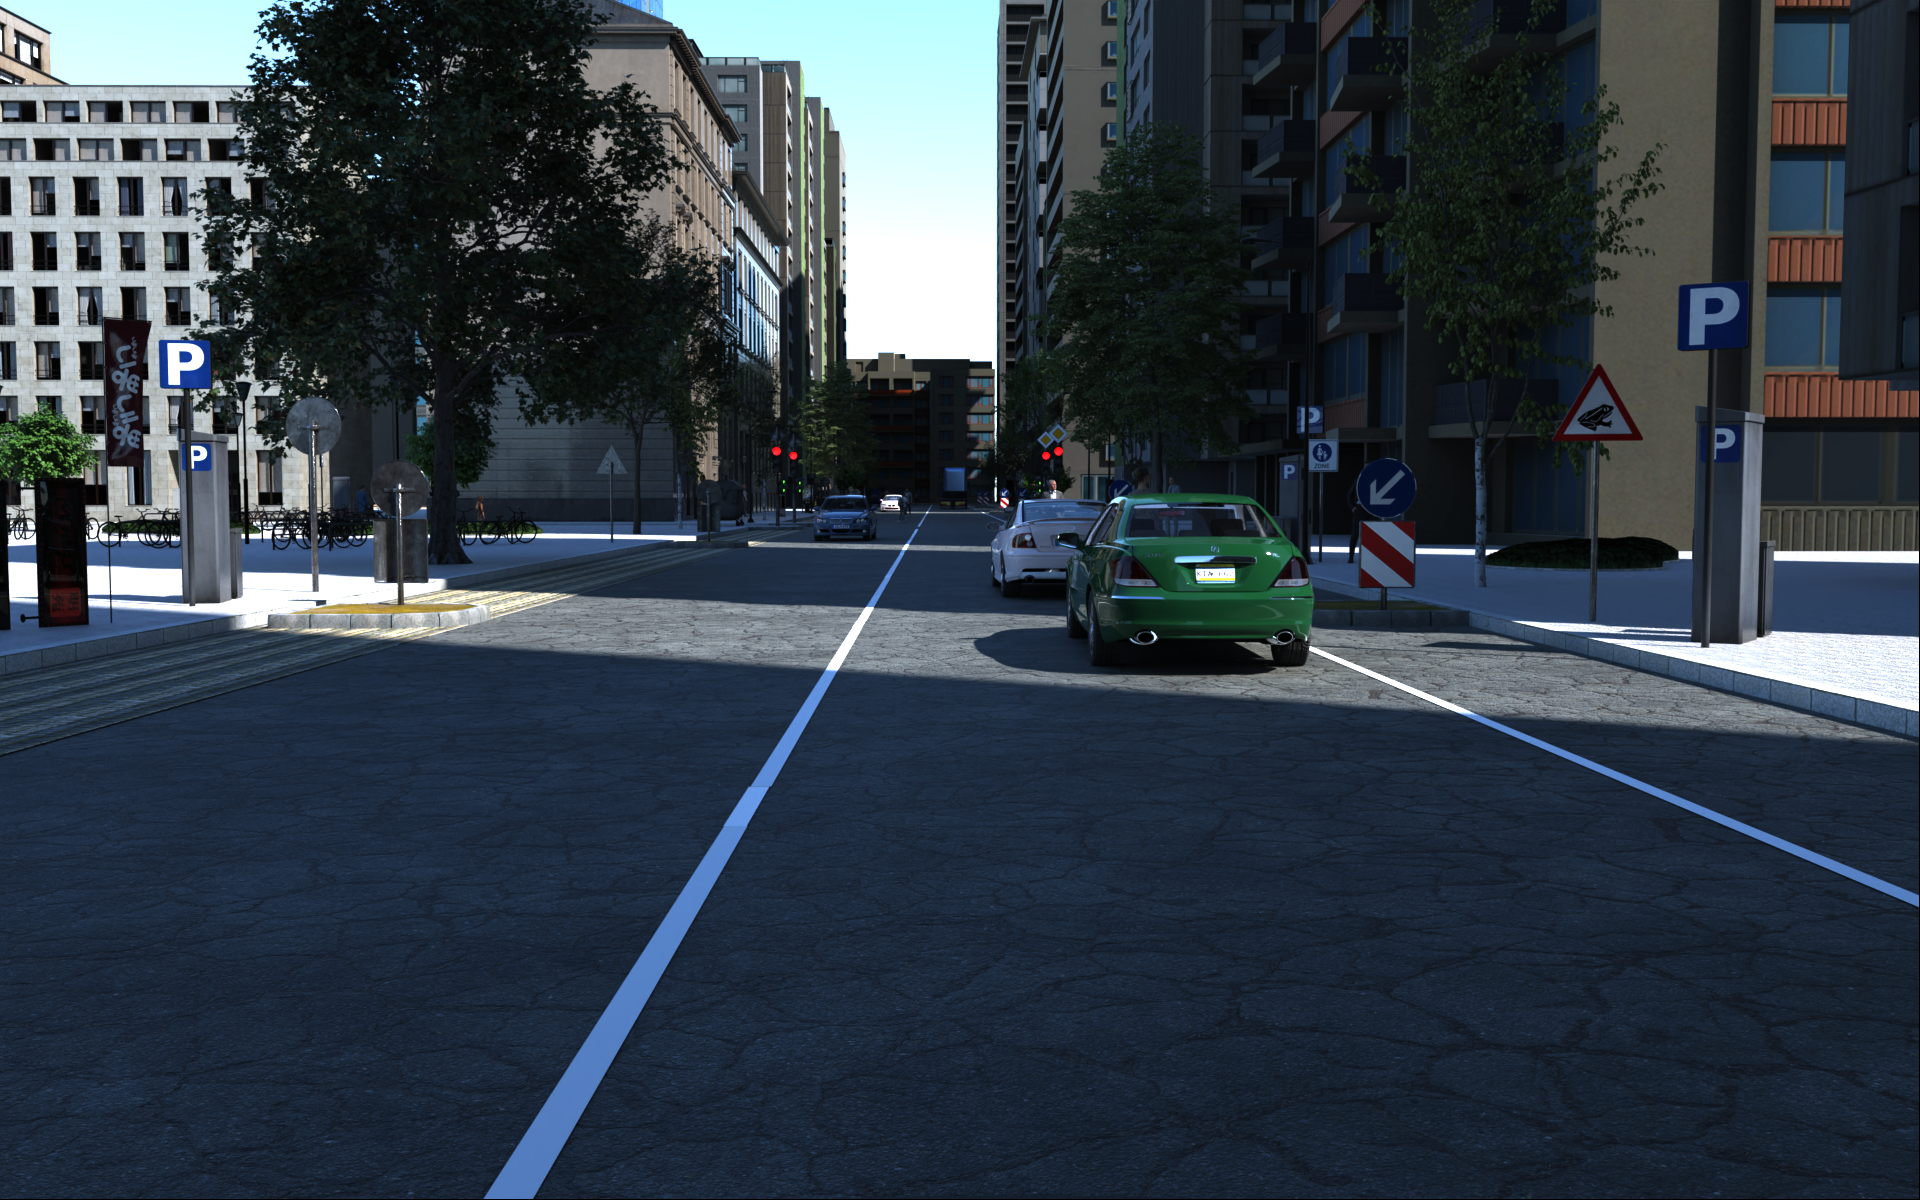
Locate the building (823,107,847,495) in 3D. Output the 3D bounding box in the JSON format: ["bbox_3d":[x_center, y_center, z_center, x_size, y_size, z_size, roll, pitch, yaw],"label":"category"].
[{"bbox_3d":[-25.097,-36.117,214.212,21.600,48.544,21.300,0,4,-1],"label":"building"}]

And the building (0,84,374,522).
[{"bbox_3d":[-38.922,-14.051,84.481,16.860,20.320,10.420,0,4,-1],"label":"building"}]

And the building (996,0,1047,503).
[{"bbox_3d":[15.763,-49.528,248.038,20.611,71.187,20.563,0,4,-1],"label":"building"}]

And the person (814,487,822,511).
[{"bbox_3d":[-10.206,-7.572,130.055,1.509,1.804,0.699,1,4,13],"label":"person"}]

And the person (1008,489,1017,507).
[{"bbox_3d":[5.361,-10.300,174.458,0.705,1.822,1.348,3,4,39],"label":"person"}]

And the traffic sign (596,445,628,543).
[{"bbox_3d":[-9.180,-2.790,45.614,0.884,2.594,0.081,1,4,9],"label":"traffic sign"}]

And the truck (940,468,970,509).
[{"bbox_3d":[-0.549,-11.078,170.877,2.967,4.110,18.799,0,4,1],"label":"truck"}]

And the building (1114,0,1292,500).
[{"bbox_3d":[16.138,-25.662,103.166,14.154,41.232,14.086,0,4,-1],"label":"building"}]

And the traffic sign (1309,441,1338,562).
[{"bbox_3d":[6.764,-1.854,32.442,0.606,2.300,0.079,0,4,0],"label":"traffic sign"}]

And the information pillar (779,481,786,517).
[{"bbox_3d":[-10.094,-5.733,98.219,0.304,2.012,0.304,-2,4,-31],"label":"information pillar"}]

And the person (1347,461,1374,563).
[{"bbox_3d":[7.535,-1.640,32.223,0.648,1.900,0.474,0,4,3],"label":"person"}]

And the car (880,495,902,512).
[{"bbox_3d":[-5.280,-7.645,137.354,2.083,1.381,4.827,0,4,1],"label":"car"}]

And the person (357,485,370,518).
[{"bbox_3d":[-25.696,-4.028,74.387,0.581,1.822,0.654,2,4,24],"label":"person"}]

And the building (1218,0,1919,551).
[{"bbox_3d":[20.792,-24.248,51.074,22.147,44.769,28.867,0,4,-1],"label":"building"}]

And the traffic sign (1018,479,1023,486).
[{"bbox_3d":[5.417,-9.138,149.508,0.768,2.556,0.104,0,4,7],"label":"traffic sign"}]

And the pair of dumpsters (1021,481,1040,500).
[{"bbox_3d":[5.273,-7.803,130.066,1.574,2.255,4.437,0,4,-1],"label":"pair of dumpsters"}]

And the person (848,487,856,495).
[{"bbox_3d":[-5.304,-4.615,84.144,0.526,1.800,0.537,-3,5,-40],"label":"person"}]

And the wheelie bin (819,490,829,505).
[{"bbox_3d":[-10.007,-7.390,128.727,0.980,1.594,0.693,-1,4,-10],"label":"wheelie bin"}]

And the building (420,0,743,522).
[{"bbox_3d":[-19.014,-17.992,91.428,12.463,27.353,25.104,0,4,-1],"label":"building"}]

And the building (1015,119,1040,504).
[{"bbox_3d":[17.938,-36.120,214.264,21.300,48.544,21.600,0,4,-1],"label":"building"}]

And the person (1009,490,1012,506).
[{"bbox_3d":[5.255,-10.406,176.900,0.721,1.735,1.217,1,4,15],"label":"person"}]

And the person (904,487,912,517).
[{"bbox_3d":[-3.292,-6.101,108.090,0.661,1.843,0.795,1,4,9],"label":"person"}]

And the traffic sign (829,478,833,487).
[{"bbox_3d":[-10.210,-8.198,134.139,0.768,2.556,0.104,0,4,3],"label":"traffic sign"}]

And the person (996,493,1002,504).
[{"bbox_3d":[5.131,-13.130,221.429,1.217,1.736,0.721,-1,4,-15],"label":"person"}]

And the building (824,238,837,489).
[{"bbox_3d":[-20.784,-25.434,187.552,14.160,30.474,14.107,0,4,-1],"label":"building"}]

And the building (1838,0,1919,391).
[{"bbox_3d":[18.661,-20.513,18.981,14.154,41.232,14.086,0,4,-1],"label":"building"}]

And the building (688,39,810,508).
[{"bbox_3d":[-21.680,-29.055,158.640,14.154,41.232,14.086,0,4,-1],"label":"building"}]

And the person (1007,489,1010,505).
[{"bbox_3d":[5.524,-11.773,198.495,1.348,1.831,0.705,0,4,7],"label":"person"}]

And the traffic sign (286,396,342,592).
[{"bbox_3d":[-8.448,-1.378,22.631,0.768,2.556,0.104,0,4,7],"label":"traffic sign"}]

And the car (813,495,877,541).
[{"bbox_3d":[-3.566,-2.592,54.378,2.014,1.417,4.499,0,4,1],"label":"car"}]

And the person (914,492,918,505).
[{"bbox_3d":[-5.783,-13.190,224.947,0.721,1.735,1.217,-1,4,-10],"label":"person"}]

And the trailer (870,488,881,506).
[{"bbox_3d":[-8.161,-9.868,168.393,1.471,1.999,3.904,0,4,-2],"label":"trailer"}]

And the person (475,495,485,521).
[{"bbox_3d":[-15.519,-2.772,56.032,0.373,1.253,0.362,-3,5,-39],"label":"person"}]

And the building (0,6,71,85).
[{"bbox_3d":[-64.748,-17.304,87.433,34.151,26.468,19.350,0,4,-1],"label":"building"}]

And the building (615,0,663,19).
[{"bbox_3d":[-54.241,-57.190,247.728,31.000,86.520,22.319,0,4,-1],"label":"building"}]

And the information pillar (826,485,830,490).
[{"bbox_3d":[-10.141,-7.876,133.259,0.304,2.012,0.304,-1,4,-10],"label":"information pillar"}]

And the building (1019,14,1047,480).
[{"bbox_3d":[21.455,-36.724,189.676,28.713,52.752,27.495,0,4,-1],"label":"building"}]

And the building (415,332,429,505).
[{"bbox_3d":[-51.110,-36.280,212.785,30.456,49.044,23.786,0,4,-1],"label":"building"}]

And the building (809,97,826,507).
[{"bbox_3d":[-20.973,-29.942,173.150,14.154,41.232,14.086,0,4,-1],"label":"building"}]

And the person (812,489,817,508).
[{"bbox_3d":[-13.020,-9.013,153.920,0.721,1.766,1.217,2,4,27],"label":"person"}]

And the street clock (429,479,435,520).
[{"bbox_3d":[-20.966,-3.936,68.930,0.358,2.002,0.471,-2,4,-26],"label":"street clock"}]

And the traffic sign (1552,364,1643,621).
[{"bbox_3d":[6.382,-1.064,17.397,0.884,2.594,0.081,0,4,5],"label":"traffic sign"}]

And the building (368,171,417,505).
[{"bbox_3d":[-73.912,-32.676,217.849,14.086,41.232,14.154,0,4,-1],"label":"building"}]

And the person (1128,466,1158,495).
[{"bbox_3d":[2.394,-0.809,22.071,0.599,1.781,0.374,0,4,3],"label":"person"}]

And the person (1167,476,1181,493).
[{"bbox_3d":[6.124,-2.675,49.886,0.391,1.810,0.635,-3,4,-36],"label":"person"}]

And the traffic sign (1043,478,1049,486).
[{"bbox_3d":[5.585,-6.609,110.183,0.606,2.300,0.079,0,4,7],"label":"traffic sign"}]

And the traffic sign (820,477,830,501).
[{"bbox_3d":[-10.000,-7.832,128.166,0.768,2.556,0.104,0,4,5],"label":"traffic sign"}]

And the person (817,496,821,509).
[{"bbox_3d":[-12.070,-8.648,148.445,0.512,1.701,0.522,3,5,40],"label":"person"}]

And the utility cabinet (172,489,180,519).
[{"bbox_3d":[-31.001,-3.726,69.591,1.173,1.500,0.318,1,4,10],"label":"utility cabinet"}]

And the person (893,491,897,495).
[{"bbox_3d":[-8.082,-12.498,213.296,0.683,1.767,0.568,1,4,11],"label":"person"}]

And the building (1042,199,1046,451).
[{"bbox_3d":[14.990,-24.331,169.512,14.160,30.474,14.107,0,4,-1],"label":"building"}]

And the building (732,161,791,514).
[{"bbox_3d":[-20.994,-17.512,119.612,16.112,22.955,30.059,0,4,-1],"label":"building"}]

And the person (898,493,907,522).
[{"bbox_3d":[-2.941,-4.714,88.172,0.503,1.515,0.523,-1,4,-13],"label":"person"}]

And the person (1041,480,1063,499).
[{"bbox_3d":[2.281,-2.032,42.128,0.661,1.777,0.834,-1,4,-20],"label":"person"}]

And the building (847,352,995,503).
[{"bbox_3d":[-9.778,-24.929,252.622,28.899,21.520,27.650,0,4,-1],"label":"building"}]

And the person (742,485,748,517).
[{"bbox_3d":[-11.999,-5.470,95.703,0.641,1.798,0.478,0,4,-7],"label":"person"}]

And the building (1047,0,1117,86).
[{"bbox_3d":[18.320,-31.645,141.100,21.300,48.544,21.600,0,4,-1],"label":"building"}]
